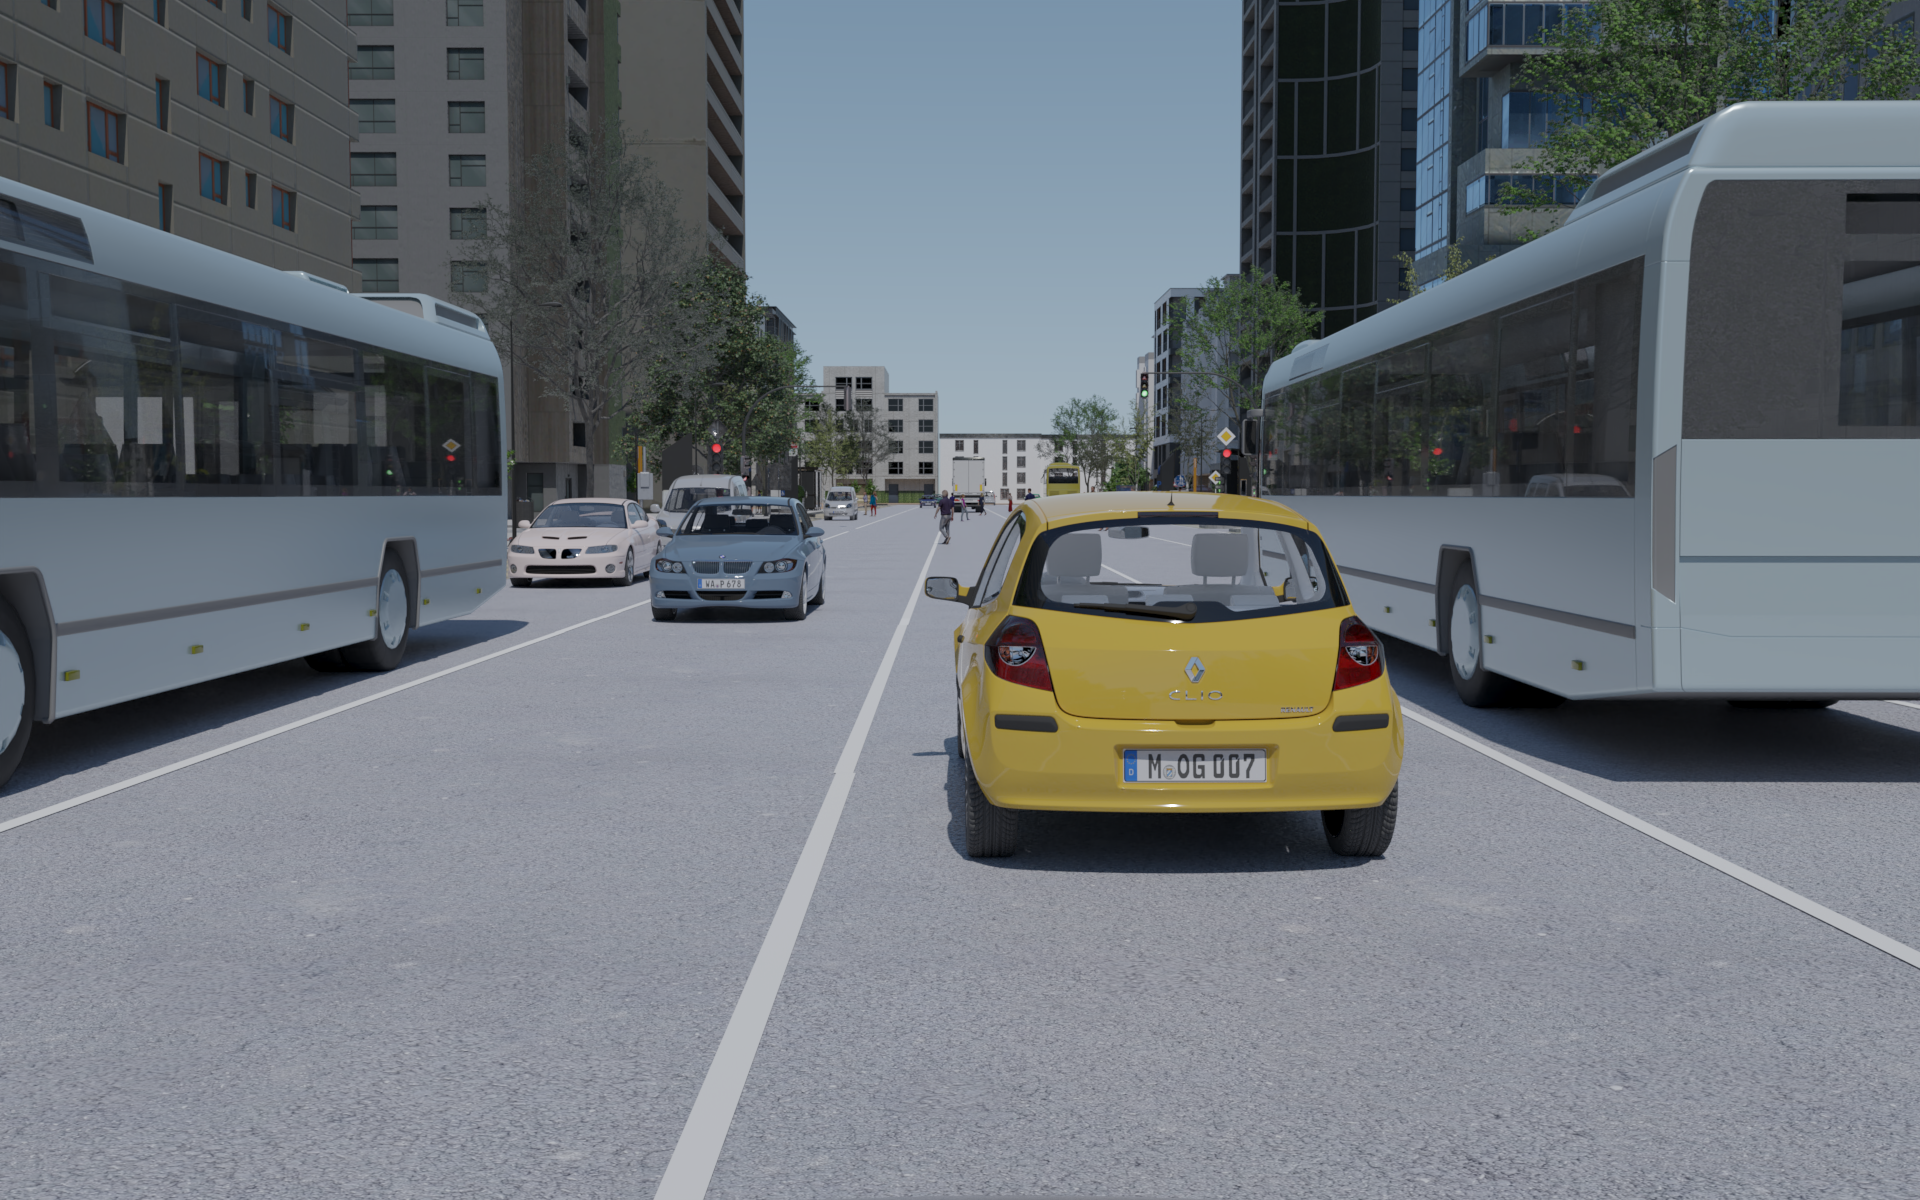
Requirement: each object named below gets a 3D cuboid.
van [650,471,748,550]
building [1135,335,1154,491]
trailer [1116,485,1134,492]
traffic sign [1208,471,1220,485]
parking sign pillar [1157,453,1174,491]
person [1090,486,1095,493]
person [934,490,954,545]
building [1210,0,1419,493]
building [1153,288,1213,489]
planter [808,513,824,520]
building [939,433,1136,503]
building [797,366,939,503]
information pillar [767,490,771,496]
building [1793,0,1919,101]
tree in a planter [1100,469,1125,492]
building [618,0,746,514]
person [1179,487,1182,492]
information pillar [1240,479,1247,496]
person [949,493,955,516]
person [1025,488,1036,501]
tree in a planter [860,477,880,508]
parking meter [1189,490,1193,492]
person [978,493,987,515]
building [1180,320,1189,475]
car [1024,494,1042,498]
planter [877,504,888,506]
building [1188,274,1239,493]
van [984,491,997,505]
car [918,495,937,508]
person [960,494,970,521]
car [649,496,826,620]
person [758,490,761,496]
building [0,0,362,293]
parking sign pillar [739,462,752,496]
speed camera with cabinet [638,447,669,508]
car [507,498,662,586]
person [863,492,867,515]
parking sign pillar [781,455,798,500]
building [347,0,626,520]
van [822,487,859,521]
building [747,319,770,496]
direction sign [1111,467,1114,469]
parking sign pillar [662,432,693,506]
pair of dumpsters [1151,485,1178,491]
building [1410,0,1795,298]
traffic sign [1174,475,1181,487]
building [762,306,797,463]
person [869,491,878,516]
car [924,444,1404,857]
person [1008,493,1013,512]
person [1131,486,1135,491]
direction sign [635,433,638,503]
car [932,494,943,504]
[{"bbox_3d":[-5.295,-1.763,35.841,2.013,2.044,4.112,0,3,0],"label":"van"},{"bbox_3d":[29.530,-21.638,210.205,16.016,20.091,11.380,0,4,0],"label":"building"},{"bbox_3d":[10.821,-6.551,114.162,1.471,1.999,3.904,0,4,1],"label":"trailer"},{"bbox_3d":[14.226,-5.905,96.273,0.795,2.593,0.064,0,4,4],"label":"traffic sign"},{"bbox_3d":[13.376,-7.606,112.835,1.447,3.967,1.447,3,5,44],"label":"parking sign pillar"},{"bbox_3d":[6.113,-4.412,80.776,0.875,1.805,0.789,2,4,33],"label":"person"},{"bbox_3d":[-0.448,-2.354,49.198,0.569,1.553,0.471,0,4,-3],"label":"person"},{"bbox_3d":[30.500,-42.192,128.096,20.563,71.187,20.611,0,4,0],"label":"building"},{"bbox_3d":[34.684,-21.044,188.038,27.936,21.610,32.646,0,4,0],"label":"building"},{"bbox_3d":[-8.811,-4.658,97.304,1.991,0.319,1.994,0,4,0],"label":"planter"},{"bbox_3d":[11.158,-18.454,243.863,28.070,9.664,9.099,0,4,0],"label":"building"},{"bbox_3d":[-18.880,-23.318,247.710,31.486,18.905,16.747,0,4,0],"label":"building"},{"bbox_3d":[-12.504,-6.612,112.594,0.304,2.012,0.304,-3,5,-43],"label":"information pillar"},{"bbox_3d":[32.200,-30.452,39.886,21.231,58.520,28.212,0,4,0],"label":"building"},{"bbox_3d":[11.013,-7.819,125.066,1.991,3.239,1.994,0,4,0],"label":"tree in a planter"},{"bbox_3d":[-27.093,-30.494,122.275,21.300,48.544,21.600,0,4,0],"label":"building"},{"bbox_3d":[13.755,-6.193,107.997,0.504,1.737,0.576,-2,4,-29],"label":"person"},{"bbox_3d":[14.155,-5.013,86.462,0.304,2.012,0.304,1,4,11],"label":"information pillar"},{"bbox_3d":[-0.579,-6.294,113.774,0.453,1.535,0.546,-3,5,-39],"label":"person"},{"bbox_3d":[3.597,-4.913,89.526,0.576,1.737,0.504,-3,4,-36],"label":"person"},{"bbox_3d":[-9.024,-10.835,174.371,1.991,3.239,1.994,0,4,0],"label":"tree in a planter"},{"bbox_3d":[13.834,-5.800,103.234,0.372,1.533,0.369,0,3,0],"label":"parking meter"},{"bbox_3d":[1.507,-6.430,116.173,0.480,1.512,0.613,3,4,39],"label":"person"},{"bbox_3d":[29.428,-18.920,165.763,16.016,20.091,11.380,0,4,0],"label":"building"},{"bbox_3d":[7.895,-10.885,186.763,1.959,1.807,4.718,0,4,-1],"label":"car"},{"bbox_3d":[-9.077,-11.031,201.492,1.991,0.319,1.994,0,4,0],"label":"planter"},{"bbox_3d":[29.406,-18.225,154.398,16.016,20.091,11.380,0,4,0],"label":"building"},{"bbox_3d":[3.672,-12.951,218.753,2.013,2.044,4.112,0,4,1],"label":"van"},{"bbox_3d":[-3.296,-10.133,178.252,1.945,1.354,3.894,0,4,-1],"label":"car"},{"bbox_3d":[0.319,-4.831,90.716,0.776,1.435,0.726,0,4,4],"label":"person"},{"bbox_3d":[-2.622,-0.562,21.185,2.014,1.417,4.499,0,3,0],"label":"car"},{"bbox_3d":[-13.397,-6.491,114.533,0.546,1.535,0.453,-2,4,-28],"label":"person"},{"bbox_3d":[-33.613,-12.024,41.626,28.899,21.520,27.650,0,4,0],"label":"building"},{"bbox_3d":[-12.277,-6.649,97.188,1.447,3.967,1.447,3,5,41],"label":"parking sign pillar"},{"bbox_3d":[-12.528,-4.793,72.694,2.038,3.252,0.660,-1,4,-10],"label":"speed camera with cabinet"},{"bbox_3d":[-6.063,-0.982,28.410,2.083,1.381,4.827,0,4,-1],"label":"car"},{"bbox_3d":[-6.460,-6.551,117.664,0.319,1.574,0.516,1,4,10],"label":"person"},{"bbox_3d":[-11.610,-7.913,117.854,1.447,3.967,1.447,3,4,38],"label":"parking sign pillar"},{"bbox_3d":[-25.834,-19.471,90.052,14.160,30.474,14.107,0,4,0],"label":"building"},{"bbox_3d":[-6.525,-5.376,94.909,2.013,2.044,4.112,0,4,0],"label":"van"},{"bbox_3d":[-27.817,-18.243,164.723,16.747,18.905,31.486,0,4,0],"label":"building"},{"bbox_3d":[12.907,-9.333,144.587,0.379,3.537,0.876,-3,4,-36],"label":"direction sign"},{"bbox_3d":[-12.139,-5.253,74.363,1.447,3.967,1.447,-1,4,-9],"label":"parking sign pillar"},{"bbox_3d":[14.440,-7.332,122.366,1.574,2.255,4.437,0,4,0],"label":"pair of dumpsters"},{"bbox_3d":[37.122,-47.440,88.310,31.000,86.520,22.319,0,4,0],"label":"building"},{"bbox_3d":[14.776,-7.110,116.347,0.768,2.556,0.104,0,4,5],"label":"traffic sign"},{"bbox_3d":[-36.261,-21.908,202.164,32.646,21.610,27.936,0,4,0],"label":"building"},{"bbox_3d":[-5.544,-6.158,110.894,0.444,1.614,0.593,-2,4,-25],"label":"person"},{"bbox_3d":[0.834,0.120,8.266,2.015,1.641,3.980,0,4,-1],"label":"car"},{"bbox_3d":[3.982,-7.686,136.633,0.387,1.526,0.523,0,4,5],"label":"person"},{"bbox_3d":[8.375,-4.577,83.468,0.598,1.807,0.434,-1,4,-19],"label":"person"},{"bbox_3d":[-11.977,-4.416,64.193,0.379,3.537,0.876,0,4,-6],"label":"direction sign"},{"bbox_3d":[-2.953,-12.767,220.533,2.131,1.459,4.920,0,4,-1],"label":"car"}]
